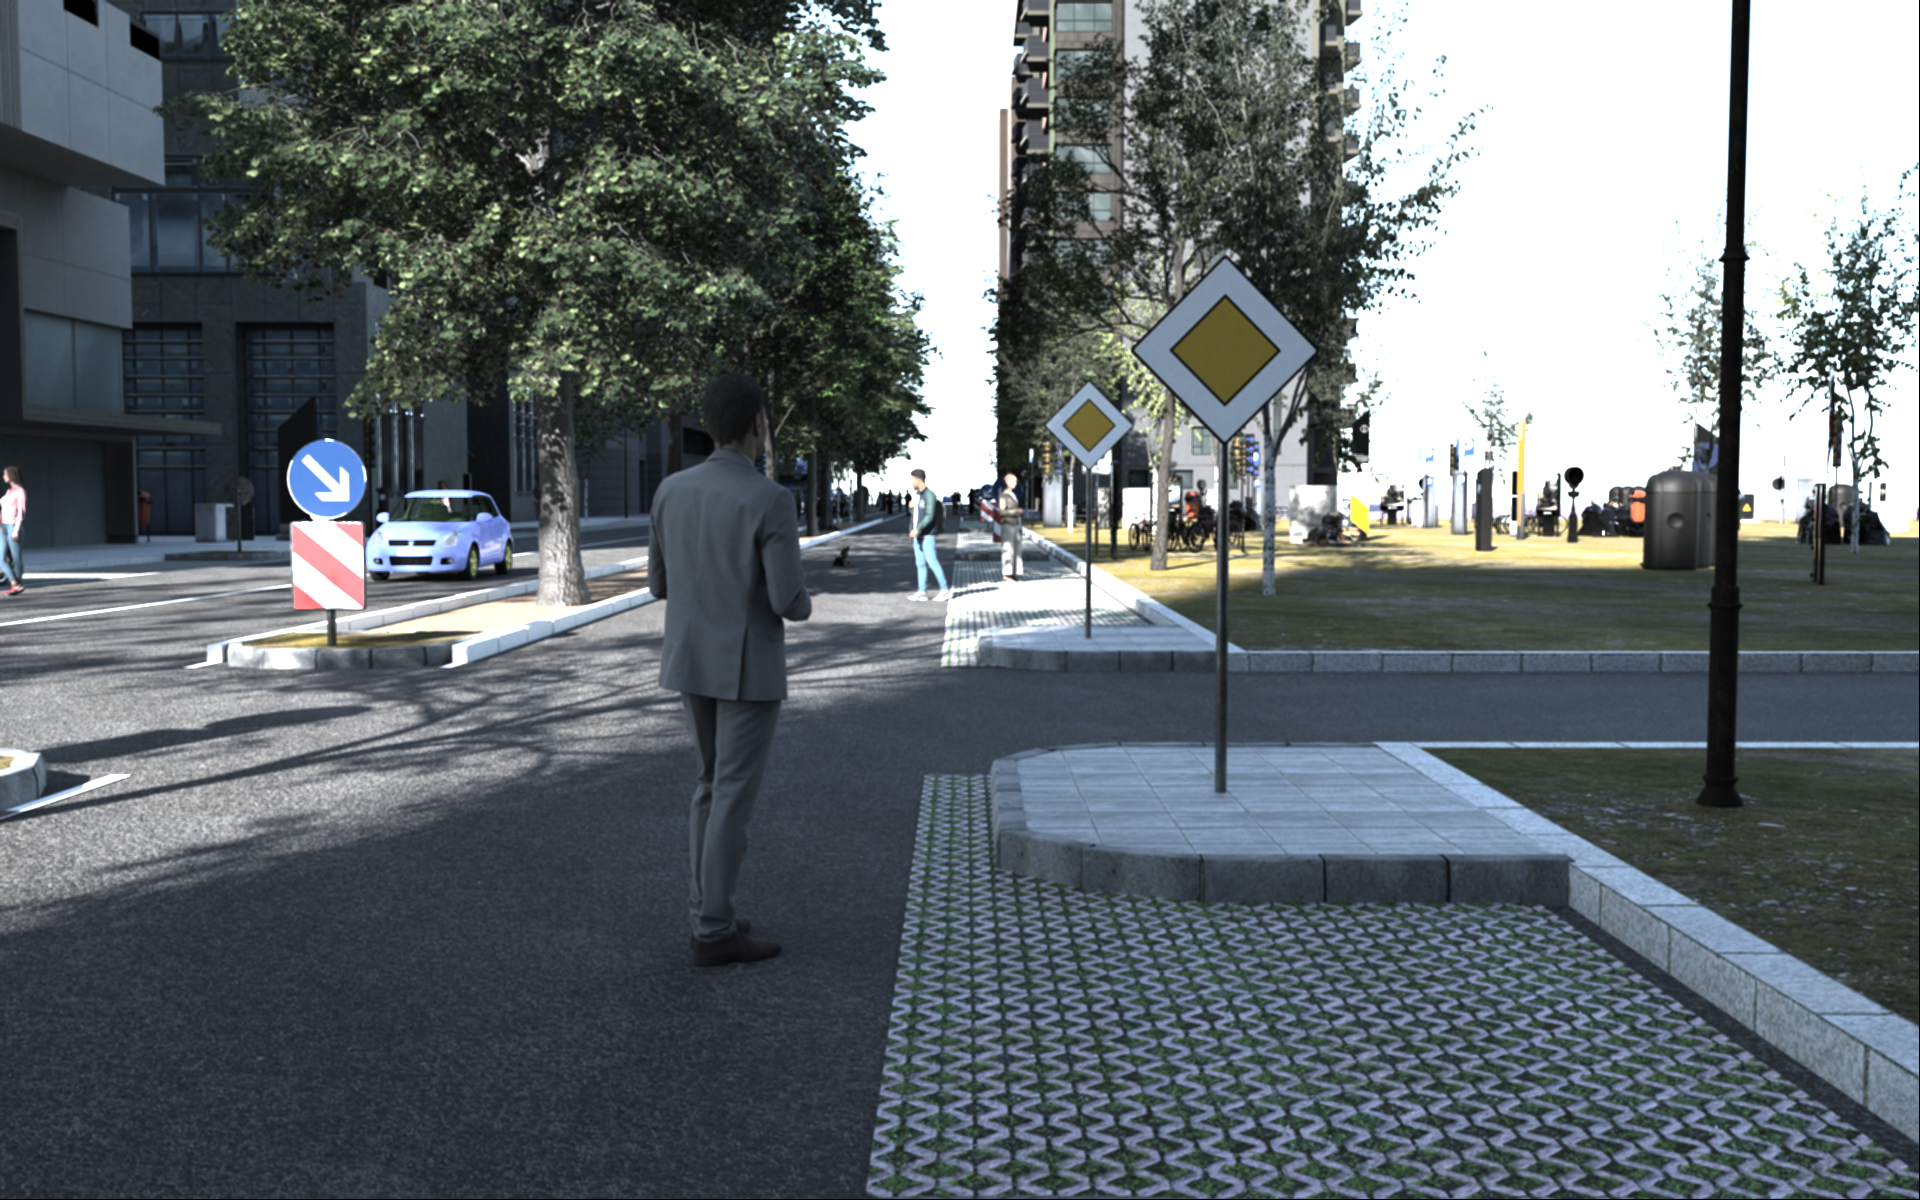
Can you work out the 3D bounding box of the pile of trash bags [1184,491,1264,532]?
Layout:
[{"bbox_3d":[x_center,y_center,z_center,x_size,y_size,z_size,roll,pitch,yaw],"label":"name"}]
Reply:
[{"bbox_3d":[8.791,-3.017,59.084,1.912,1.369,3.447,3,5,43],"label":"pile of trash bags"}]

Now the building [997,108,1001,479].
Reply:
[{"bbox_3d":[11.234,-33.462,197.209,14.600,45.320,14.200,0,4,0],"label":"building"}]

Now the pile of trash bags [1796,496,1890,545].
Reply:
[{"bbox_3d":[23.364,-2.119,44.394,3.447,1.369,1.912,2,4,25],"label":"pile of trash bags"}]

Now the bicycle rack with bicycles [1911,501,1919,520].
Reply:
[{"bbox_3d":[47.606,-4.332,84.205,2.852,0.926,2.925,3,4,39],"label":"bicycle rack with bicycles"}]

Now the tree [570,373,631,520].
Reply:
[{"bbox_3d":[-18.631,-8.326,86.488,4.737,8.622,4.395,0,3,0],"label":"tree"}]

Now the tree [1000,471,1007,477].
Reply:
[{"bbox_3d":[3.629,-9.087,143.181,1.663,3.219,1.824,0,3,0],"label":"tree"}]

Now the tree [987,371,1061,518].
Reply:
[{"bbox_3d":[3.751,-8.640,91.619,4.737,8.622,4.395,0,3,0],"label":"tree"}]

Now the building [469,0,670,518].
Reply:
[{"bbox_3d":[-30.422,-34.372,103.976,21.231,58.520,28.212,0,4,0],"label":"building"}]

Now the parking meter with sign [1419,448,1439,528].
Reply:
[{"bbox_3d":[17.836,-4.247,65.700,0.543,3.016,1.738,2,4,25],"label":"parking meter with sign"}]

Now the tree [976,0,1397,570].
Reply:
[{"bbox_3d":[3.688,-5.777,28.870,7.601,10.594,8.767,1,4,9],"label":"tree"}]

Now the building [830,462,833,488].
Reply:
[{"bbox_3d":[-25.452,-34.158,242.073,14.154,41.232,14.086,0,4,0],"label":"building"}]

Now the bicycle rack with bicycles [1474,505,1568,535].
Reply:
[{"bbox_3d":[18.002,-2.577,55.512,2.925,0.926,2.852,1,4,16],"label":"bicycle rack with bicycles"}]

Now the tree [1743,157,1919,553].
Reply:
[{"bbox_3d":[19.145,-5.313,37.227,4.737,8.622,4.395,0,3,0],"label":"tree"}]

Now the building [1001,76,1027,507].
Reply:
[{"bbox_3d":[12.083,-32.578,182.768,14.600,45.320,14.200,0,4,0],"label":"building"}]

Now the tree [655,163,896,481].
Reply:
[{"bbox_3d":[-5.298,-7.310,47.739,9.928,11.665,9.643,0,3,0],"label":"tree"}]

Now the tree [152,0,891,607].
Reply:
[{"bbox_3d":[-5.068,-6.883,21.656,9.857,13.997,8.962,0,3,0],"label":"tree"}]

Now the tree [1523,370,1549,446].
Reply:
[{"bbox_3d":[25.682,-8.095,82.717,4.360,8.622,3.978,0,3,0],"label":"tree"}]

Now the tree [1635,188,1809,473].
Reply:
[{"bbox_3d":[18.553,-5.642,42.614,4.360,8.622,3.978,0,3,0],"label":"tree"}]

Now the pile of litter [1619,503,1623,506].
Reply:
[{"bbox_3d":[30.623,-4.065,80.428,1.719,0.858,1.176,2,4,32],"label":"pile of litter"}]

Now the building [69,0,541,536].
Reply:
[{"bbox_3d":[-29.138,-46.065,65.836,22.319,86.520,31.000,0,4,0],"label":"building"}]

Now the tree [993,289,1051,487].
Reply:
[{"bbox_3d":[3.479,-6.583,58.002,4.360,8.622,3.978,0,3,0],"label":"tree"}]

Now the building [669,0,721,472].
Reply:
[{"bbox_3d":[-29.994,-30.946,129.672,21.300,48.544,21.600,0,4,0],"label":"building"}]

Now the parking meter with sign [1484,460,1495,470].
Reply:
[{"bbox_3d":[26.620,-5.631,88.334,0.543,3.016,1.738,-1,4,-9],"label":"parking meter with sign"}]

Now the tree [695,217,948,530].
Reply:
[{"bbox_3d":[-5.282,-9.076,67.851,9.611,12.733,9.660,0,3,0],"label":"tree"}]

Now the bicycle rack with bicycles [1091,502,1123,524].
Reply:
[{"bbox_3d":[7.198,-3.430,69.462,2.925,0.926,2.852,-2,4,-32],"label":"bicycle rack with bicycles"}]

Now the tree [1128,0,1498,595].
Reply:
[{"bbox_3d":[4.115,-4.356,21.579,4.360,8.622,3.978,0,3,0],"label":"tree"}]

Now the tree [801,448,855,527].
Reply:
[{"bbox_3d":[-5.100,-7.782,80.063,4.737,8.622,4.395,0,3,0],"label":"tree"}]

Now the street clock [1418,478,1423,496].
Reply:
[{"bbox_3d":[20.460,-4.397,76.461,0.471,2.002,0.358,1,4,14],"label":"street clock"}]

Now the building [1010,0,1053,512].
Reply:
[{"bbox_3d":[15.628,-30.326,150.453,22.147,44.769,28.867,0,4,0],"label":"building"}]

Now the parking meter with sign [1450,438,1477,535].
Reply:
[{"bbox_3d":[15.842,-3.582,54.821,0.543,3.016,1.738,0,4,7],"label":"parking meter with sign"}]

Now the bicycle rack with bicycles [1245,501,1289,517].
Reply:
[{"bbox_3d":[15.507,-4.652,89.447,2.925,0.926,2.852,-1,4,-20],"label":"bicycle rack with bicycles"}]

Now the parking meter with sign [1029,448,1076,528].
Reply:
[{"bbox_3d":[3.572,-4.292,66.434,1.738,3.016,0.543,-1,4,-14],"label":"parking meter with sign"}]

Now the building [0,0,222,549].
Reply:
[{"bbox_3d":[-32.449,-26.939,29.697,28.713,52.752,27.495,0,4,0],"label":"building"}]

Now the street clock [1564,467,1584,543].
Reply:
[{"bbox_3d":[16.197,-2.518,45.734,0.471,2.002,0.358,-1,4,-12],"label":"street clock"}]

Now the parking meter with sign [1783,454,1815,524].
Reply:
[{"bbox_3d":[36.534,-4.806,74.839,1.738,3.016,0.543,2,4,29],"label":"parking meter with sign"}]

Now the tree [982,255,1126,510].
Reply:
[{"bbox_3d":[4.398,-10.051,82.459,7.486,12.596,7.792,0,3,0],"label":"tree"}]

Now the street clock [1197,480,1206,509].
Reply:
[{"bbox_3d":[12.196,-5.071,87.480,0.358,2.002,0.471,3,5,43],"label":"street clock"}]

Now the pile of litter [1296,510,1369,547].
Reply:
[{"bbox_3d":[9.189,-1.754,42.640,1.719,0.858,1.176,1,4,22],"label":"pile of litter"}]

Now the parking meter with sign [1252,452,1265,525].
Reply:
[{"bbox_3d":[12.617,-4.683,72.823,0.543,3.016,1.738,2,4,30],"label":"parking meter with sign"}]

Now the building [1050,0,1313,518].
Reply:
[{"bbox_3d":[12.138,-20.113,100.556,14.160,30.474,14.107,0,4,0],"label":"building"}]

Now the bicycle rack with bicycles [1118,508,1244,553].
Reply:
[{"bbox_3d":[5.155,-1.555,38.807,2.852,0.926,2.925,0,4,-5],"label":"bicycle rack with bicycles"}]

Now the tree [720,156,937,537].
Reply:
[{"bbox_3d":[-4.815,-8.338,56.918,7.486,12.596,7.792,0,3,0],"label":"tree"}]

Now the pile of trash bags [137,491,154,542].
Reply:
[{"bbox_3d":[-23.086,-2.239,46.358,3.447,1.369,1.912,1,4,15],"label":"pile of trash bags"}]

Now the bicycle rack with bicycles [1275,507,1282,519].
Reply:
[{"bbox_3d":[5.913,-1.823,43.193,2.925,0.926,2.852,-3,5,-41],"label":"bicycle rack with bicycles"}]

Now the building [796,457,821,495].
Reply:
[{"bbox_3d":[-32.121,-23.009,221.240,27.650,21.520,28.899,0,4,0],"label":"building"}]

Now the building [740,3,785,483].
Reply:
[{"bbox_3d":[-29.462,-53.584,188.764,22.319,86.520,31.000,0,4,0],"label":"building"}]

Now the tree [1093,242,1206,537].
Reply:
[{"bbox_3d":[6.079,-6.200,51.732,4.737,8.622,4.395,0,3,0],"label":"tree"}]

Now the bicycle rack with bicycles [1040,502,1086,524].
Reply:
[{"bbox_3d":[5.129,-4.020,79.108,2.852,0.926,2.925,2,4,29],"label":"bicycle rack with bicycles"}]

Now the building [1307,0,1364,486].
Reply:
[{"bbox_3d":[15.478,-28.564,121.640,22.147,44.769,28.867,0,4,0],"label":"building"}]

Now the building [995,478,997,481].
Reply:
[{"bbox_3d":[16.533,-36.726,220.073,23.786,49.044,30.456,0,4,0],"label":"building"}]

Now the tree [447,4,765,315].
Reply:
[{"bbox_3d":[-5.364,-5.772,31.236,8.767,10.594,7.601,0,4,0],"label":"tree"}]

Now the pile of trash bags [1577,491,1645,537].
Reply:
[{"bbox_3d":[19.840,-2.577,51.879,1.912,1.369,3.447,0,4,2],"label":"pile of trash bags"}]
